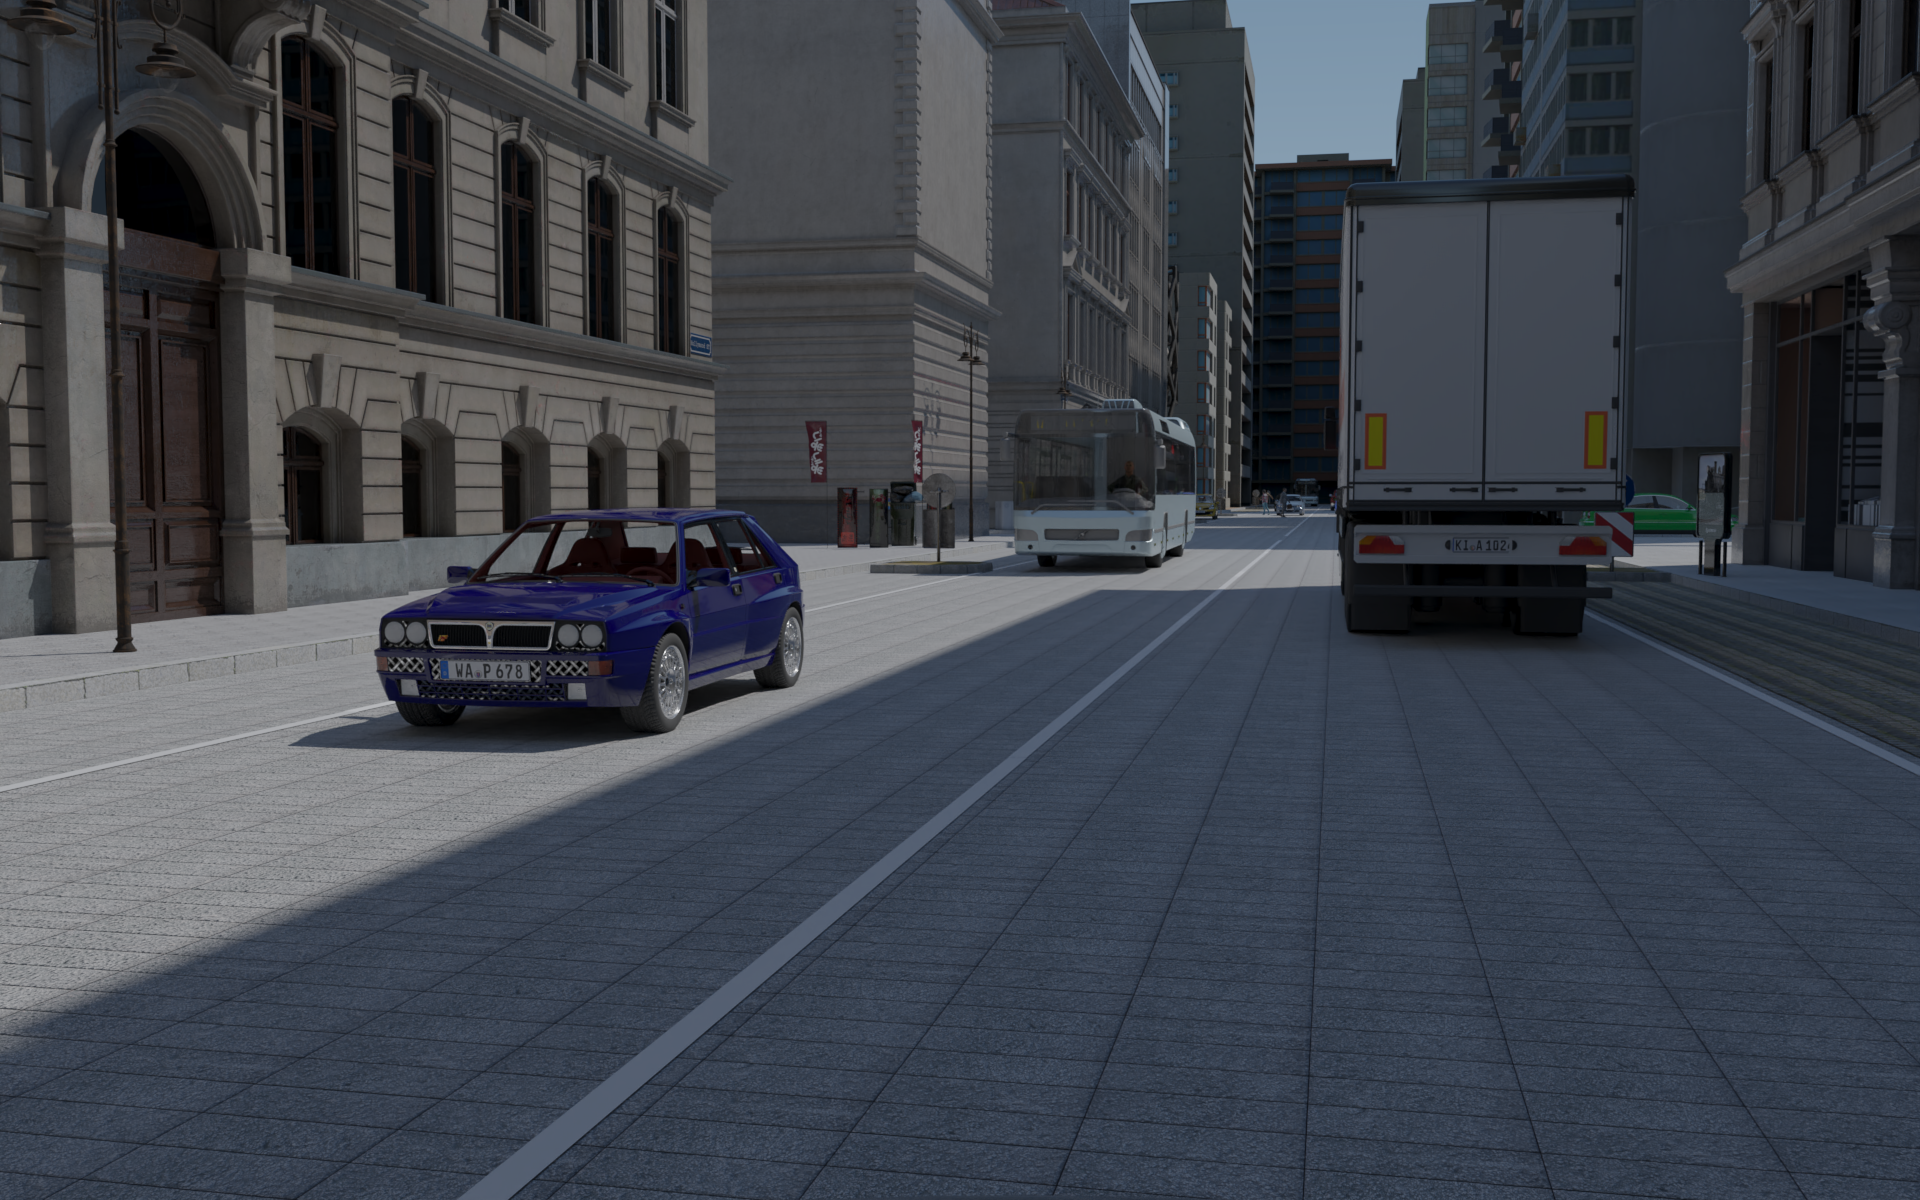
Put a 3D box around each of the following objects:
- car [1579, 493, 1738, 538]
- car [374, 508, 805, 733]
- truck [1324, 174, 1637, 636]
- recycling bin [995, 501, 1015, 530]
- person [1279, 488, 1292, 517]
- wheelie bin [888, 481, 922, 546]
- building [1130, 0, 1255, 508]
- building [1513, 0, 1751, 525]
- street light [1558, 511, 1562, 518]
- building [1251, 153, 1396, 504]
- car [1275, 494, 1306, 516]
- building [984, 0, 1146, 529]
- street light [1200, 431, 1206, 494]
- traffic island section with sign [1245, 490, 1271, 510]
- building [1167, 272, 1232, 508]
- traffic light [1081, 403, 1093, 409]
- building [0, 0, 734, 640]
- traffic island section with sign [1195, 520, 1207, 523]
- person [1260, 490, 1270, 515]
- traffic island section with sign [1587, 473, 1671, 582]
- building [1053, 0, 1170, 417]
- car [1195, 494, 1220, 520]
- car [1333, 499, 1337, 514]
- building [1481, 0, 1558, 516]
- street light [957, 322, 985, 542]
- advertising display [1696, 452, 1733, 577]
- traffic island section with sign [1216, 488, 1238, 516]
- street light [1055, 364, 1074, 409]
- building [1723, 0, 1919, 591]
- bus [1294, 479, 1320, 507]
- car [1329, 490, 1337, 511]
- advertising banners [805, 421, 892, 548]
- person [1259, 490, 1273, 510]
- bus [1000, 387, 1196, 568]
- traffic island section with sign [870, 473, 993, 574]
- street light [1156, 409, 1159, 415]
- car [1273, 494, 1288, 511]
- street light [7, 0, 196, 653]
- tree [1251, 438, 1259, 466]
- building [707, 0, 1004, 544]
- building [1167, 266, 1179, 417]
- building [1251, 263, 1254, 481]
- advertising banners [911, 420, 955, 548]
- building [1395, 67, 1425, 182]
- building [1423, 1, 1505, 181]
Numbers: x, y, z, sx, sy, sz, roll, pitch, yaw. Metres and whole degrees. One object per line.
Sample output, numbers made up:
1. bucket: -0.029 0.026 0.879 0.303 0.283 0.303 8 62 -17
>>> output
1. car: 21.642 -2.735 53.510 4.718 1.807 1.959 1 4 13
2. car: -2.324 0.051 11.739 1.945 1.354 3.894 1 4 11
3. truck: 5.830 -1.957 20.903 2.839 4.237 11.283 1 4 12
4. recycling bin: 1.704 -2.992 61.474 0.722 1.027 0.722 -1 4 -19
5. person: 20.132 -6.042 107.414 0.853 1.813 0.709 3 4 37
6. wheelie bin: -1.377 -2.142 42.937 0.980 1.594 0.693 0 4 4
7. building: 18.517 -33.786 176.097 21.300 48.544 21.600 1 4 12
8. building: 35.348 -23.035 68.499 23.993 40.220 32.217 1 4 12
9. street light: 17.382 -4.725 50.034 0.468 5.910 1.993 1 4 12
10. building: 46.352 -34.937 225.852 28.867 44.769 22.147 1 4 12
11. car: 22.161 -6.363 116.045 2.014 1.417 4.499 1 4 13
12. building: 0.812 -14.450 72.416 11.583 22.565 21.152 1 4 12
13. street light: 17.900 -9.457 127.407 0.468 5.910 1.993 1 4 12
14. traffic island section with sign: 27.524 -9.297 160.628 1.989 1.847 2.006 1 4 12
15. building: 8.987 -18.789 152.235 27.650 21.520 28.899 1 4 12
16. traffic light: 3.900 -3.938 53.310 0.839 4.253 0.868 1 4 12
17. building: -13.379 -12.160 17.900 14.460 24.649 34.723 1 4 12
18. traffic island section with sign: 11.144 -4.694 85.373 1.989 1.847 2.006 1 4 12
19. person: 20.840 -6.661 118.244 0.643 1.720 0.563 3 5 40
20. traffic island section with sign: 10.767 -1.255 29.150 1.989 1.847 2.006 1 4 12
21. building: 4.232 -16.843 93.408 12.078 24.808 19.932 1 4 12
22. car: 13.676 -5.363 97.914 2.015 1.641 3.980 1 4 11
23. car: 27.396 -6.903 122.461 1.945 1.707 3.694 1 4 11
24. building: 43.373 -27.512 104.444 22.147 44.769 28.867 1 4 12
25. street light: 0.302 -4.516 46.617 0.468 5.910 1.993 1 4 12
26. advertising display: 11.818 -1.342 27.159 0.123 1.923 0.974 0 4 -1
27. traffic island section with sign: 16.924 -6.316 111.901 1.989 1.847 2.006 1 4 12
28. street light: 3.741 -5.446 61.823 0.468 5.910 1.993 1 4 12
29. building: 18.349 -10.907 29.247 10.553 20.767 40.483 1 4 12
30. bus: 40.159 -12.597 200.817 2.948 3.499 13.247 1 4 11
31. car: 32.859 -8.563 148.670 2.281 1.827 5.304 1 4 11
32. advertising banners: -2.657 -2.759 41.300 2.074 3.025 0.090 0 4 3
33. person: 28.056 -9.183 158.660 1.348 1.823 0.705 0 4 -1
34. bus: 3.304 -2.558 36.687 2.948 3.499 13.247 1 4 11
35. traffic island section with sign: -0.455 -1.430 32.009 1.989 1.847 2.006 1 4 12
36. street light: 10.787 -7.458 94.727 0.468 5.910 1.993 1 4 12
37. car: 26.952 -8.184 143.589 2.009 1.686 4.222 1 4 11
38. street light: -6.790 -2.515 13.902 0.468 5.910 1.993 1 4 12
39. tree: 31.214 -14.883 193.702 4.360 8.622 3.978 0 3 0
40. building: -9.136 -13.532 50.127 19.941 23.489 11.050 1 4 12
41. building: 5.619 -15.004 112.762 16.820 18.784 16.811 1 4 12
42. building: 27.214 -26.398 203.308 14.107 30.474 14.160 1 4 12
43. advertising banners: -0.654 -2.785 41.725 0.090 3.025 2.074 2 4 29
44. building: 59.407 -34.767 192.140 21.300 48.544 21.600 1 4 12
45. building: 46.427 -28.352 147.155 14.154 41.232 14.086 1 4 12
